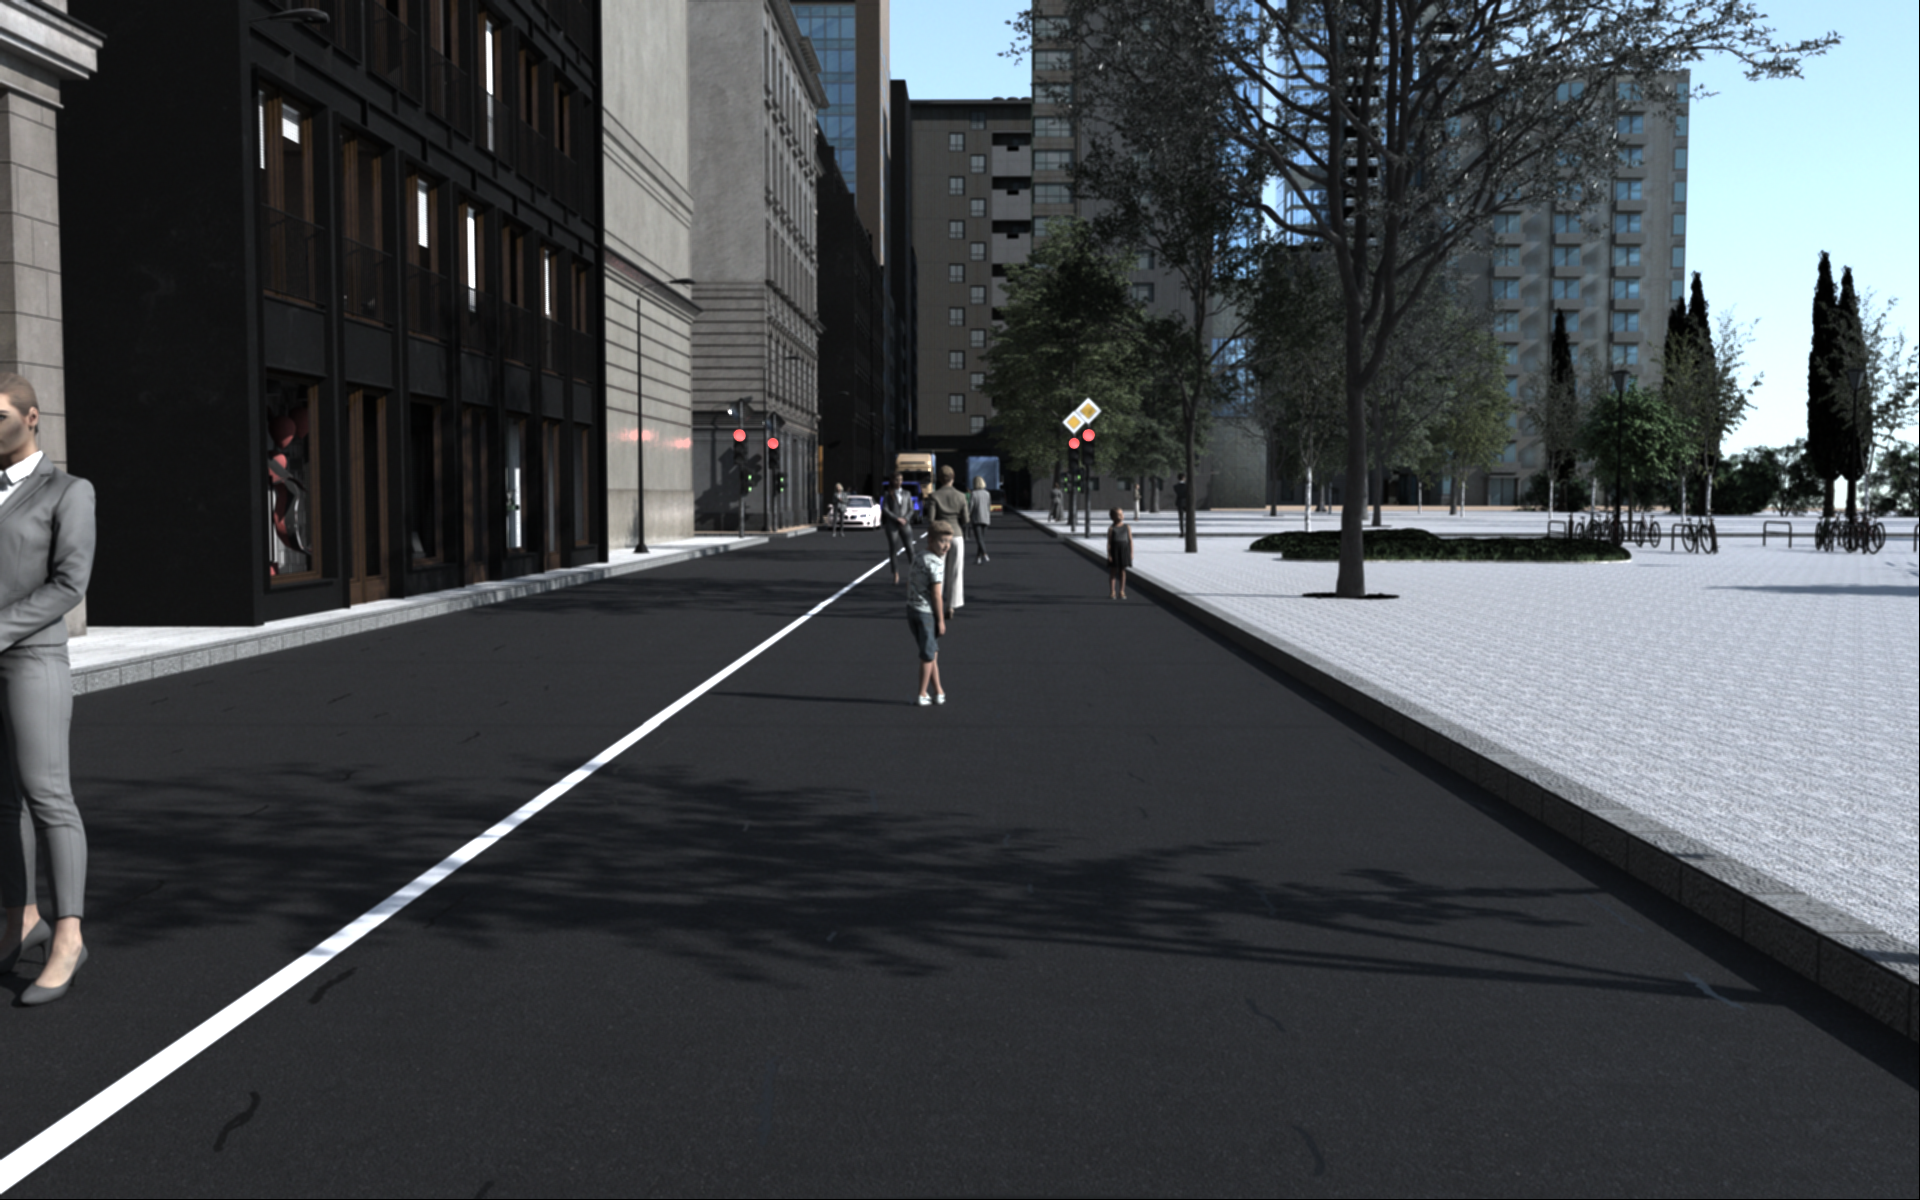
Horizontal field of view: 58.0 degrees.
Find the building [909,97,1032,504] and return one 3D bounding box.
[{"bbox_3d":[-0.206,-39.220,230.481,27.495,52.752,28.713,0,4,1],"label":"building"}]

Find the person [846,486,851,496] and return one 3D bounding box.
[{"bbox_3d":[-6.118,-5.392,95.205,0.522,1.701,0.512,2,4,32],"label":"person"}]

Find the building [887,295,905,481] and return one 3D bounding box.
[{"bbox_3d":[-19.665,-19.483,163.594,27.650,21.520,28.899,0,4,1],"label":"building"}]

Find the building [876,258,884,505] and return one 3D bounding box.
[{"bbox_3d":[-12.042,-17.993,123.858,12.332,23.373,15.834,0,4,1],"label":"building"}]

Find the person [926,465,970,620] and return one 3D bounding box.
[{"bbox_3d":[-0.162,-0.659,19.817,0.519,1.759,0.362,-1,4,-12],"label":"person"}]

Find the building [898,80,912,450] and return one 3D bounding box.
[{"bbox_3d":[-12.344,-32.673,184.318,14.600,45.320,14.200,0,4,1],"label":"building"}]

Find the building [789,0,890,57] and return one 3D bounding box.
[{"bbox_3d":[-12.952,-30.028,141.068,14.600,45.320,14.200,0,4,1],"label":"building"}]

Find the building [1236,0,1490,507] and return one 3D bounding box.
[{"bbox_3d":[53.803,-55.832,225.521,31.000,86.520,22.319,0,4,1],"label":"building"}]

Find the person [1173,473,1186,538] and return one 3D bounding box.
[{"bbox_3d":[6.619,-2.798,51.146,0.648,1.900,0.474,0,4,8],"label":"person"}]

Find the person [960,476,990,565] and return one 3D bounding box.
[{"bbox_3d":[0.339,-1.626,35.274,0.709,1.800,0.728,-2,4,-32],"label":"person"}]

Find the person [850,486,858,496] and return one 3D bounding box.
[{"bbox_3d":[-4.665,-4.173,76.903,0.419,1.800,0.721,0,4,4],"label":"person"}]

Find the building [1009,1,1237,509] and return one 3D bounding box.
[{"bbox_3d":[16.939,-53.793,192.194,22.319,86.520,31.000,0,4,1],"label":"building"}]

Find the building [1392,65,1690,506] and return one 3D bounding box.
[{"bbox_3d":[65.303,-35.262,196.140,30.456,49.044,23.786,0,4,1],"label":"building"}]

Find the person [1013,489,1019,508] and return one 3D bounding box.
[{"bbox_3d":[5.260,-9.616,163.720,0.568,1.767,0.683,0,4,4],"label":"person"}]

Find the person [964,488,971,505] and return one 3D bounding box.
[{"bbox_3d":[0.407,-5.512,98.866,0.600,1.795,0.529,0,4,1],"label":"person"}]

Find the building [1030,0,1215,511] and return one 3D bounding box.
[{"bbox_3d":[12.729,-27.922,140.117,14.154,41.232,14.086,0,4,1],"label":"building"}]

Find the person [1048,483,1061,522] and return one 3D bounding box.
[{"bbox_3d":[4.339,-4.472,79.428,0.520,1.790,0.573,-1,4,-17],"label":"person"}]

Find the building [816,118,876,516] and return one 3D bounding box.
[{"bbox_3d":[-12.117,-17.026,108.054,12.332,23.373,15.834,0,4,1],"label":"building"}]

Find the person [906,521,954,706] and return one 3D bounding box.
[{"bbox_3d":[-0.209,0.085,11.801,0.352,1.250,0.332,1,4,9],"label":"person"}]

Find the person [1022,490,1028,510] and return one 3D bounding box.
[{"bbox_3d":[5.180,-7.914,136.911,0.593,1.643,0.415,2,4,27],"label":"person"}]

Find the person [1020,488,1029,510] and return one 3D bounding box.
[{"bbox_3d":[5.163,-8.134,139.566,0.750,1.759,0.617,0,4,0],"label":"person"}]

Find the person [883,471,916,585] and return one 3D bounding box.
[{"bbox_3d":[-0.902,-1.123,27.142,0.520,1.790,0.573,-2,4,-35],"label":"person"}]

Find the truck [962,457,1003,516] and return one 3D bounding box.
[{"bbox_3d":[1.585,-7.851,118.126,2.967,4.110,18.799,0,4,0],"label":"truck"}]

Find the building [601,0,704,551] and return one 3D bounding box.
[{"bbox_3d":[-22.103,-12.823,42.938,30.059,22.955,16.112,0,4,1],"label":"building"}]

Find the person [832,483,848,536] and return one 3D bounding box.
[{"bbox_3d":[-4.087,-3.079,59.028,0.537,1.800,0.526,0,4,5],"label":"person"}]

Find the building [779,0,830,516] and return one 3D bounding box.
[{"bbox_3d":[-14.473,-18.400,88.236,14.401,28.519,23.554,0,4,1],"label":"building"}]

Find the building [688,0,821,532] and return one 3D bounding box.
[{"bbox_3d":[-11.124,-13.358,67.548,9.793,20.994,18.267,0,4,1],"label":"building"}]

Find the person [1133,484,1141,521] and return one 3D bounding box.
[{"bbox_3d":[8.443,-4.643,82.500,0.362,1.759,0.519,0,4,3],"label":"person"}]

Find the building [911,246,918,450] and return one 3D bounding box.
[{"bbox_3d":[-11.989,-26.367,202.805,14.107,30.474,14.160,0,4,1],"label":"building"}]

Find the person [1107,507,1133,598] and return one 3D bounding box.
[{"bbox_3d":[2.204,-0.653,23.844,0.362,1.253,0.373,0,4,-4],"label":"person"}]

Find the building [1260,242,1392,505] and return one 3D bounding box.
[{"bbox_3d":[42.095,-26.334,202.254,14.107,30.474,14.160,0,4,1],"label":"building"}]

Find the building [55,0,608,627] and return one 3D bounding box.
[{"bbox_3d":[-12.855,-11.884,23.983,12.332,23.373,15.834,0,4,1],"label":"building"}]

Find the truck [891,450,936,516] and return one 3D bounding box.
[{"bbox_3d":[-2.921,-7.601,113.183,2.839,4.237,11.283,0,3,0],"label":"truck"}]

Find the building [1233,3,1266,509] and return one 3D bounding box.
[{"bbox_3d":[16.762,-51.901,161.251,22.319,86.520,31.000,0,4,1],"label":"building"}]

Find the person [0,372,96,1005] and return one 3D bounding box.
[{"bbox_3d":[-2.801,0.228,5.043,0.520,1.790,0.573,0,4,-4],"label":"person"}]
